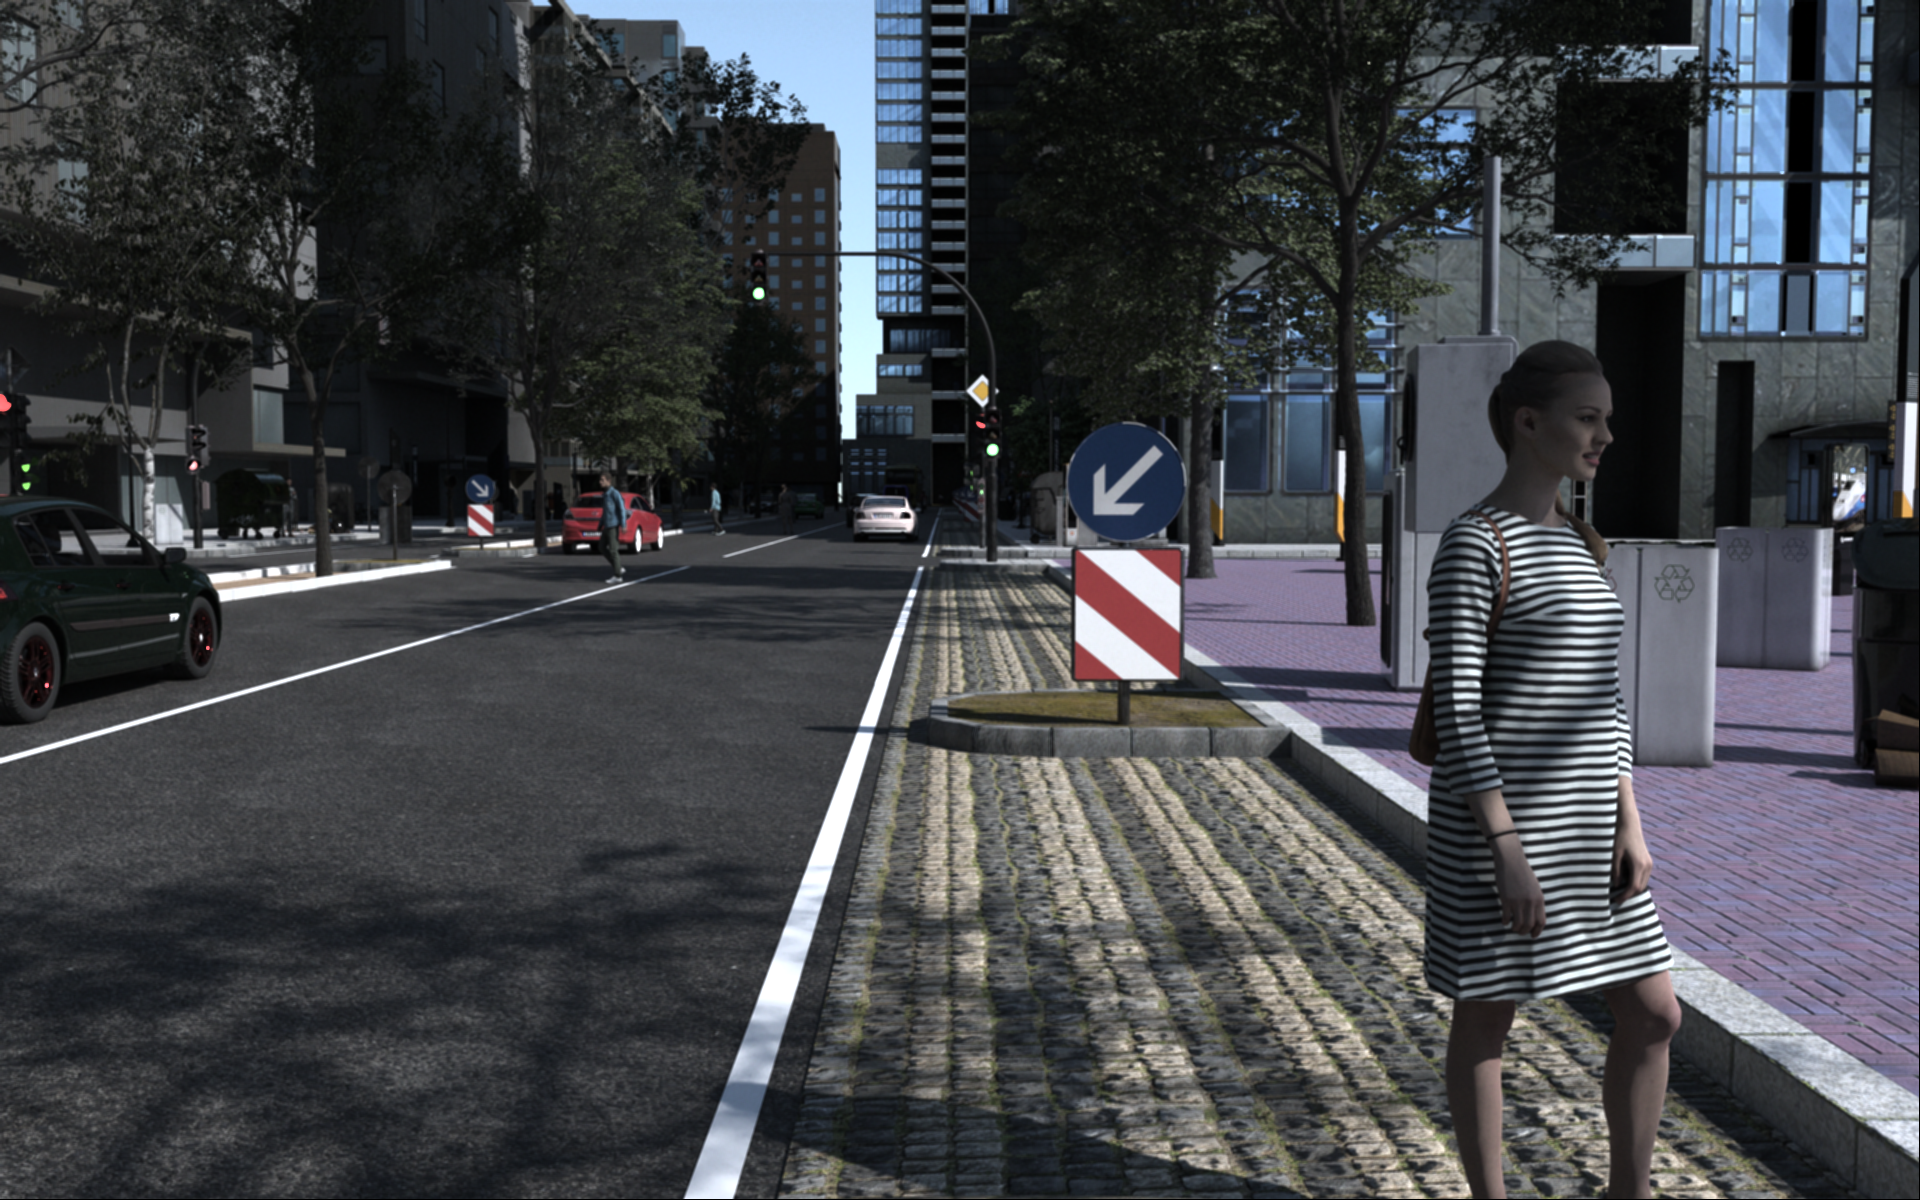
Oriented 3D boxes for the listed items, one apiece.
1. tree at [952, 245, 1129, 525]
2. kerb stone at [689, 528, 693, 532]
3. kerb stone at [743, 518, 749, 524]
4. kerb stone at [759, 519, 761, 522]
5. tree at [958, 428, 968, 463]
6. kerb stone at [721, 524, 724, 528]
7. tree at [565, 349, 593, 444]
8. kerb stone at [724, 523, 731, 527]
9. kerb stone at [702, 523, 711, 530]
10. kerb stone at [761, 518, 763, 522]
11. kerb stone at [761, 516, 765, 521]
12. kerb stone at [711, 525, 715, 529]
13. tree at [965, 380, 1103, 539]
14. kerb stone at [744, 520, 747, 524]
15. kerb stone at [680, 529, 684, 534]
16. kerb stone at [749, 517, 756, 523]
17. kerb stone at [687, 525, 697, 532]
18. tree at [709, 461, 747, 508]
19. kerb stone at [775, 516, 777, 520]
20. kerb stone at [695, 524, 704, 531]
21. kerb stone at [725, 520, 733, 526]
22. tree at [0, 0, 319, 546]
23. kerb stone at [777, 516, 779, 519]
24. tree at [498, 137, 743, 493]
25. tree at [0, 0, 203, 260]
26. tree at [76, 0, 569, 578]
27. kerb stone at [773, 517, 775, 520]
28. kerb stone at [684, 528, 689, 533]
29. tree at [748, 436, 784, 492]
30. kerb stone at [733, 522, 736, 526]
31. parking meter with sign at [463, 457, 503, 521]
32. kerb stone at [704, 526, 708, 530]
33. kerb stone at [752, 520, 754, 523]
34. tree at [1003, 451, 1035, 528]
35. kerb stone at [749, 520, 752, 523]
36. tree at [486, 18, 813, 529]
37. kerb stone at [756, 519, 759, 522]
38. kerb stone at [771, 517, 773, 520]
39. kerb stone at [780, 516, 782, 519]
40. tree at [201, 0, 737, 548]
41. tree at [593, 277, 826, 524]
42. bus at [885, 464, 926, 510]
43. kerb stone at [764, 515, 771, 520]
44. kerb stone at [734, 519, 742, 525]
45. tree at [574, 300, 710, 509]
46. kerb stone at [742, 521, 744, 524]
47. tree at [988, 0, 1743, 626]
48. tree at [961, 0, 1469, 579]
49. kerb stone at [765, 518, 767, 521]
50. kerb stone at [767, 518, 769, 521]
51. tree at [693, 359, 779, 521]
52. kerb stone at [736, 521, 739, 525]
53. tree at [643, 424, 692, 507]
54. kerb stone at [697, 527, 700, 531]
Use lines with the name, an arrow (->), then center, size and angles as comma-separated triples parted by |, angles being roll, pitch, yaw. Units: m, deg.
tree -> 3.533, -8.921, 71.607 | 9.928, 11.665, 9.643 | 0, 3, 0
kerb stone -> -10.160, -2.578, 64.338 | 0.120, 0.150, 1.000 | 0, 4, 0
kerb stone -> -10.303, -3.697, 82.788 | 0.120, 0.150, 1.000 | 0, 4, 0
kerb stone -> -10.351, -4.020, 87.915 | 0.120, 0.150, 1.000 | 0, 4, 0
tree -> 1.916, -13.813, 176.203 | 4.737, 8.622, 4.395 | 0, 3, 0
kerb stone -> -10.236, -3.142, 73.562 | 0.120, 0.150, 1.000 | 0, 4, 0
tree -> -21.650, -11.318, 110.806 | 9.928, 11.665, 9.643 | 0, 3, 0
kerb stone -> -10.250, -3.263, 75.608 | 0.120, 0.150, 1.000 | 0, 4, 0
kerb stone -> -10.201, -2.891, 69.467 | 0.120, 0.150, 1.000 | 0, 4, 0
kerb stone -> -10.371, -4.082, 88.937 | 0.120, 0.150, 1.000 | 0, 4, 0
kerb stone -> -10.371, -4.144, 89.961 | 0.120, 0.150, 1.000 | 0, 4, 0
kerb stone -> -10.211, -2.954, 70.489 | 0.120, 0.150, 1.000 | 0, 4, 0
tree -> 2.834, -4.059, 50.086 | 4.285, 4.588, 4.351 | 0, 3, 0
kerb stone -> -10.309, -3.638, 81.764 | 0.120, 0.150, 1.000 | 0, 4, 0
kerb stone -> -10.144, -2.446, 62.294 | 0.120, 0.150, 1.000 | 0, 4, 0
kerb stone -> -10.338, -3.894, 85.867 | 0.120, 0.150, 1.000 | 0, 4, 0
kerb stone -> -10.169, -2.640, 65.360 | 0.120, 0.150, 1.000 | 0, 4, 0
tree -> -21.028, -10.610, 157.185 | 4.285, 4.588, 4.351 | 0, 3, 0
kerb stone -> -10.418, -4.519, 96.127 | 0.120, 0.150, 1.000 | 0, 4, 0
kerb stone -> -10.188, -2.766, 67.411 | 0.120, 0.150, 1.000 | 0, 4, 0
kerb stone -> -10.261, -3.328, 76.630 | 0.120, 0.150, 1.000 | 0, 4, 0
tree -> -10.702, -4.282, 22.827 | 4.360, 8.622, 3.978 | 0, 3, 0
kerb stone -> -10.429, -4.582, 97.152 | 0.120, 0.150, 1.000 | 0, 4, 0
tree -> -10.863, -8.239, 55.285 | 7.486, 12.596, 7.792 | 0, 3, 0
tree -> -11.085, -6.187, 13.991 | 12.009, 13.543, 11.850 | 0, 3, 0
tree -> -10.549, -5.625, 28.838 | 8.767, 10.594, 7.601 | 0, 4, 0
kerb stone -> -10.423, -4.459, 95.104 | 0.120, 0.150, 1.000 | 0, 4, 0
kerb stone -> -10.148, -2.515, 63.316 | 0.120, 0.150, 1.000 | 0, 4, 0
tree -> -21.142, -14.324, 184.557 | 4.737, 8.622, 4.395 | 0, 3, 0
kerb stone -> -10.271, -3.387, 77.658 | 0.120, 0.150, 1.000 | 0, 4, 0
parking meter with sign -> -22.395, -5.202, 81.318 | 1.738, 3.016, 0.543 | -1, 4, -12
kerb stone -> -10.191, -2.828, 68.434 | 0.120, 0.150, 1.000 | 0, 4, 0
kerb stone -> -10.333, -3.829, 84.845 | 0.120, 0.150, 1.000 | 0, 4, 0
tree -> 2.515, -4.380, 66.217 | 1.663, 3.219, 1.824 | 0, 3, 0
kerb stone -> -10.321, -3.769, 83.821 | 0.120, 0.150, 1.000 | 0, 4, 0
tree -> -12.617, -12.945, 69.996 | 12.611, 20.169, 13.585 | 0, 3, 0
kerb stone -> -10.338, -3.957, 86.893 | 0.120, 0.150, 1.000 | 0, 4, 0
kerb stone -> -10.408, -4.395, 94.082 | 0.120, 0.150, 1.000 | 0, 4, 0
kerb stone -> -10.449, -4.710, 99.204 | 0.120, 0.150, 1.000 | 0, 4, 0
tree -> -11.017, -8.088, 45.072 | 12.009, 13.543, 11.850 | 0, 3, 0
tree -> -11.325, -9.382, 81.615 | 9.928, 11.665, 9.643 | 0, 3, 0
bus -> -4.479, -9.119, 140.647 | 2.896, 3.916, 12.252 | 0, 4, 1
kerb stone -> -10.401, -4.334, 93.052 | 0.120, 0.150, 1.000 | 0, 4, 0
kerb stone -> -10.287, -3.518, 79.713 | 0.120, 0.150, 1.000 | 0, 4, 0
tree -> -11.010, -6.653, 61.604 | 4.737, 8.622, 4.395 | 0, 3, 0
kerb stone -> -10.297, -3.581, 80.741 | 0.120, 0.150, 1.000 | 0, 4, 0
tree -> 3.595, -5.034, 16.714 | 7.601, 10.594, 8.767 | 1, 4, 15
tree -> 3.823, -6.577, 25.665 | 7.486, 12.596, 7.792 | 0, 3, 0
kerb stone -> -10.382, -4.207, 90.983 | 0.120, 0.150, 1.000 | 0, 4, 0
kerb stone -> -10.387, -4.271, 92.018 | 0.120, 0.150, 1.000 | 0, 4, 0
tree -> -11.434, -8.410, 90.319 | 4.360, 8.622, 3.978 | 0, 3, 0
kerb stone -> -10.275, -3.453, 78.691 | 0.120, 0.150, 1.000 | 0, 4, 0
tree -> -20.742, -10.362, 119.781 | 4.360, 8.622, 3.978 | 0, 3, 0
kerb stone -> -10.179, -2.699, 66.383 | 0.120, 0.150, 1.000 | 0, 4, 0
